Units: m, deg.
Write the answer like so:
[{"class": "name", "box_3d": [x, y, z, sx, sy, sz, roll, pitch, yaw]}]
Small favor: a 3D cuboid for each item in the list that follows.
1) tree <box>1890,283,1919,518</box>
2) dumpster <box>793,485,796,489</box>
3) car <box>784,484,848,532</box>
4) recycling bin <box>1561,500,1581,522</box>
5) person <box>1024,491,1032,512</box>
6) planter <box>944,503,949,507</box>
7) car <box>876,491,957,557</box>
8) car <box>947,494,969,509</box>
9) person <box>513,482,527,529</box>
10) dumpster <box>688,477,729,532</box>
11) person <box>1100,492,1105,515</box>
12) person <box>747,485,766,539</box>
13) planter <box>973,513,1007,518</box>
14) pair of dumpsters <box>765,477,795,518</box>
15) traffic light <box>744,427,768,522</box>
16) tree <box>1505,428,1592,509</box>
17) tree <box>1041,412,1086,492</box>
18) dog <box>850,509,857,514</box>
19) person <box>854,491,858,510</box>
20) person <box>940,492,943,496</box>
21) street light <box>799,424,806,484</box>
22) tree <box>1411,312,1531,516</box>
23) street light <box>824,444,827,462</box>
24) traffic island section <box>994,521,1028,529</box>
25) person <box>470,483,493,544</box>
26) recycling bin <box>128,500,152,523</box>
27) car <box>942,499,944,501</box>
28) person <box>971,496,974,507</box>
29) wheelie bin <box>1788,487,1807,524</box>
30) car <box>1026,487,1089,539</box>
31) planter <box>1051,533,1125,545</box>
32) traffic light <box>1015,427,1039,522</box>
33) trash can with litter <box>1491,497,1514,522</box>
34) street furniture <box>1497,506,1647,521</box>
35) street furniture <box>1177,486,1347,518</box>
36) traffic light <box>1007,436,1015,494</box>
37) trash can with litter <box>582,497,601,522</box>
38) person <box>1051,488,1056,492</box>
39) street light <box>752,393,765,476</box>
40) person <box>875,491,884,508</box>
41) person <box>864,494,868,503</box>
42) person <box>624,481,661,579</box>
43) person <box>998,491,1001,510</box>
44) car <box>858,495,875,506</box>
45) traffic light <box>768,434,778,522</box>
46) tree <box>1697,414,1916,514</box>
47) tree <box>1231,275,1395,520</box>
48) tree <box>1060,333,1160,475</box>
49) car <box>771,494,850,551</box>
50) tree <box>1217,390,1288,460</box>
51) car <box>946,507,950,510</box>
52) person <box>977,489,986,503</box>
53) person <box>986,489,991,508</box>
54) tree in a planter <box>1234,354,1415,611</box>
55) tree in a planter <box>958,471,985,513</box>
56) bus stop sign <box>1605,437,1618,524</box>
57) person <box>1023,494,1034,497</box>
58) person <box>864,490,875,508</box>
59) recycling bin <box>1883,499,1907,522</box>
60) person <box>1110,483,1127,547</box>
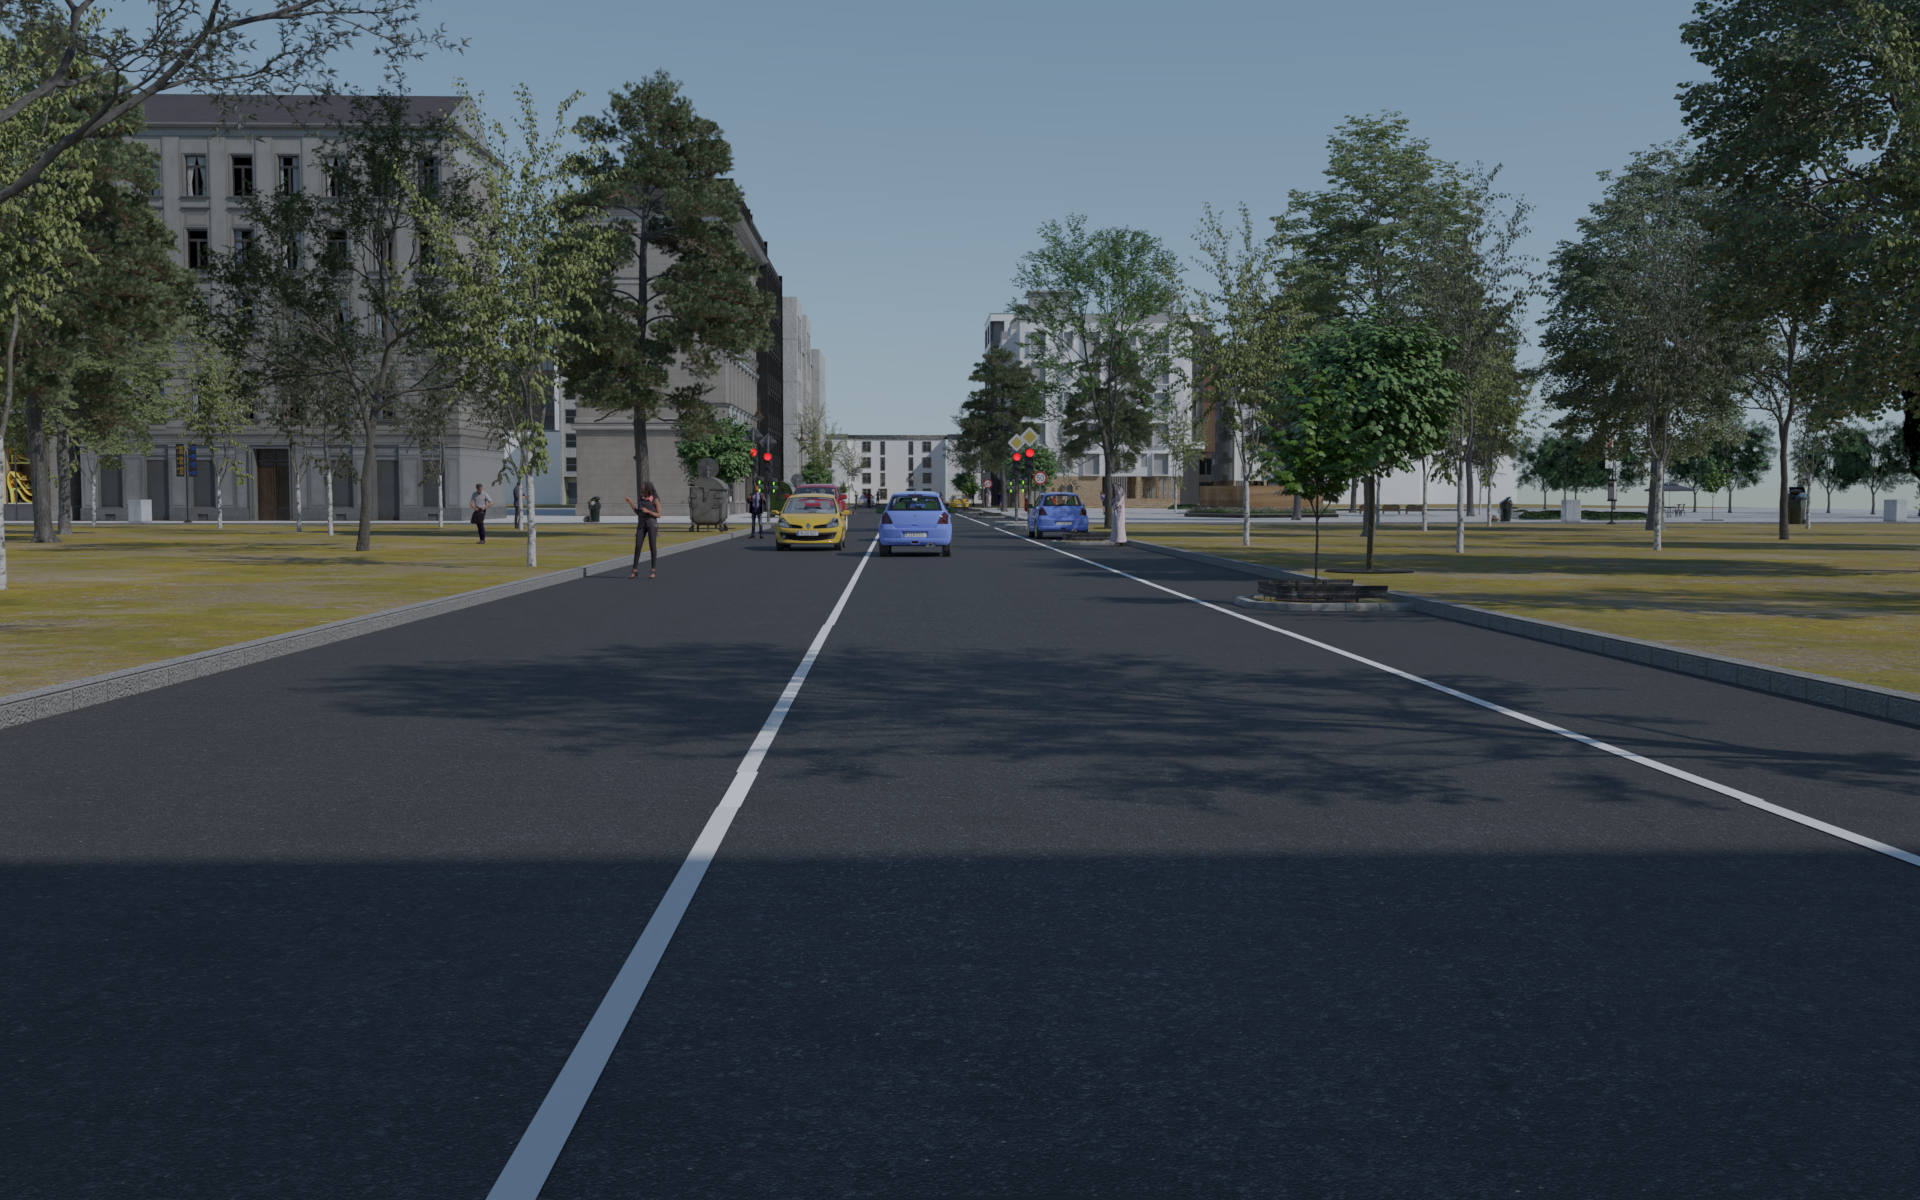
[{"class": "tree", "box_3d": [55.975, -11.719, 93.433, 13.155, 14.587, 18.604, 0, 3, 0]}, {"class": "dumpster", "box_3d": [-10.253, -6.343, 109.460, 1.264, 1.857, 1.865, 0, 4, -2]}, {"class": "car", "box_3d": [-5.236, -3.347, 63.398, 2.281, 1.827, 5.304, 0, 4, 0]}, {"class": "recycling bin", "box_3d": [28.290, -4.137, 80.197, 0.722, 1.027, 0.722, 0, 4, 3]}, {"class": "person", "box_3d": [4.738, -6.875, 120.914, 0.523, 1.526, 0.387, -1, 4, -12]}, {"class": "planter", "box_3d": [-1.754, -11.464, 208.569, 1.991, 0.319, 1.994, 0, 4, -2]}, {"class": "car", "box_3d": [-1.036, -1.919, 40.964, 1.945, 1.707, 3.694, 0, 4, -1]}, {"class": "car", "box_3d": [-0.136, -9.024, 157.760, 2.015, 1.641, 3.980, 0, 4, -3]}, {"class": "person", "box_3d": [-16.228, -3.522, 64.076, 0.568, 1.767, 0.683, -1, 4, -8]}, {"class": "dumpster", "box_3d": [-8.531, -3.239, 58.716, 1.264, 1.857, 1.865, 0, 4, -2]}, {"class": "person", "box_3d": [8.941, -6.022, 107.729, 0.421, 1.427, 0.697, -2, 4, -30]}, {"class": "person", "box_3d": [-6.545, -2.834, 55.657, 0.655, 1.722, 0.431, 1, 4, 9]}, {"class": "planter", "box_3d": [1.784, -5.100, 104.529, 1.991, 0.319, 1.994, 0, 4, -2]}, {"class": "pair of dumpsters", "box_3d": [-9.835, -5.661, 95.051, 1.574, 2.255, 4.436, 0, 4, -2]}, {"class": "traffic light", "box_3d": [-8.501, -5.024, 71.390, 0.839, 4.213, 0.868, 0, 4, -2]}, {"class": "tree", "box_3d": [50.917, -11.059, 143.714, 11.467, 7.101, 20.602, 0, 4, 1]}, {"class": "tree", "box_3d": [9.253, -12.347, 152.230, 4.360, 8.622, 3.978, 0, 3, 0]}, {"class": "dog", "box_3d": [-7.659, -6.366, 124.282, 0.748, 0.427, 0.550, 0, 4, -2]}, {"class": "person", "box_3d": [-9.262, -8.980, 156.125, 0.445, 1.727, 0.742, -3, 5, -41]}, {"class": "person", "box_3d": [-2.508, -12.605, 215.312, 1.217, 1.735, 0.721, 3, 5, 42]}, {"class": "street light", "box_3d": [-10.429, -8.655, 114.297, 0.468, 5.910, 1.993, 0, 4, -2]}, {"class": "tree", "box_3d": [29.191, -10.825, 99.049, 6.751, 12.117, 7.091, 0, 3, 0]}, {"class": "street light", "box_3d": [-11.581, -10.777, 148.995, 0.468, 5.910, 1.993, 0, 4, -2]}, {"class": "traffic island section", "box_3d": [2.622, -3.523, 79.885, 2.009, 0.180, 2.903, 0, 4, -2]}, {"class": "person", "box_3d": [-12.351, -2.231, 44.725, 0.614, 1.554, 0.590, 1, 4, 12]}, {"class": "recycling bin", "box_3d": [-36.927, -4.002, 77.992, 0.722, 1.027, 0.722, 1, 4, 11]}, {"class": "car", "box_3d": [-2.231, -7.497, 134.571, 2.014, 1.417, 4.499, 0, 4, -3]}, {"class": "person", "box_3d": [1.288, -10.479, 178.206, 0.721, 1.723, 1.217, 1, 4, 13]}, {"class": "wheelie bin", "box_3d": [35.537, -4.015, 73.555, 0.693, 1.594, 0.980, -3, 5, -43]}, {"class": "car", "box_3d": [3.150, -2.857, 56.298, 1.945, 1.707, 3.694, 0, 4, -4]}, {"class": "planter", "box_3d": [3.642, -1.752, 49.777, 1.991, 0.319, 1.994, 0, 4, -2]}, {"class": "traffic light", "box_3d": [2.853, -5.049, 71.790, 0.839, 4.213, 0.868, 0, 4, -2]}, {"class": "trash can with litter", "box_3d": [24.920, -4.184, 79.788, 1.055, 1.170, 0.624, 0, 4, 0]}, {"class": "street furniture", "box_3d": [30.757, -4.408, 87.691, 5.734, 0.657, 10.072, 0, 4, 2]}, {"class": "street furniture", "box_3d": [15.916, -5.415, 95.390, 9.812, 1.723, 11.010, -2, 4, -24]}, {"class": "traffic light", "box_3d": [2.582, -5.537, 79.771, 0.839, 4.213, 0.868, 0, 4, -2]}, {"class": "trash can with litter", "box_3d": [-16.791, -4.119, 78.729, 1.055, 1.170, 0.624, 3, 5, 42]}, {"class": "person", "box_3d": [4.876, -5.071, 90.660, 0.593, 1.614, 0.444, -2, 4, -30]}, {"class": "street light", "box_3d": [-9.234, -6.533, 79.598, 0.468, 5.910, 1.993, 0, 4, -2]}, {"class": "person", "box_3d": [-8.458, -10.329, 178.095, 1.217, 1.735, 0.721, 0, 4, -4]}, {"class": "person", "box_3d": [-10.566, -11.335, 197.067, 0.697, 1.427, 0.421, 0, 4, 2]}, {"class": "person", "box_3d": [-5.354, -1.180, 29.268, 0.593, 1.643, 0.415, -1, 4, -21]}, {"class": "person", "box_3d": [3.337, -8.137, 141.449, 0.546, 1.535, 0.453, 0, 4, 2]}, {"class": "car", "box_3d": [-10.931, -11.627, 202.470, 2.083, 1.381, 4.827, 0, 4, -1]}, {"class": "traffic light", "box_3d": [-8.772, -5.512, 79.371, 0.839, 4.213, 0.868, 0, 4, -2]}, {"class": "tree", "box_3d": [55.137, -9.377, 116.220, 11.467, 7.101, 20.602, -3, 5, -40]}, {"class": "tree", "box_3d": [16.626, -9.944, 84.638, 6.751, 12.117, 7.091, 0, 3, 0]}, {"class": "tree", "box_3d": [11.448, -13.930, 135.178, 7.806, 13.903, 7.818, 0, 3, 0]}, {"class": "car", "box_3d": [-3.862, -2.133, 45.102, 2.015, 1.641, 3.980, 0, 4, -2]}, {"class": "tree", "box_3d": [20.210, -10.635, 108.302, 8.767, 10.594, 7.601, 1, 4, 14]}, {"class": "car", "box_3d": [-1.309, -2.684, 53.673, 2.009, 1.686, 4.222, 0, 4, -2]}, {"class": "person", "box_3d": [2.299, -10.015, 169.884, 1.348, 1.812, 0.705, 3, 4, 37]}, {"class": "person", "box_3d": [2.627, -9.427, 160.847, 0.551, 1.740, 0.621, 1, 4, 8]}, {"class": "tree in a planter", "box_3d": [4.577, -1.524, 22.143, 1.991, 3.239, 1.994, 0, 4, -2]}, {"class": "tree in a planter", "box_3d": [0.863, -8.232, 131.810, 1.991, 3.239, 1.994, 0, 4, -2]}, {"class": "bus stop sign", "box_3d": [27.376, -5.152, 72.934, 0.855, 3.939, 0.416, -3, 5, -42]}, {"class": "person", "box_3d": [6.273, -9.296, 158.717, 1.217, 1.739, 0.721, 2, 4, 34]}, {"class": "person", "box_3d": [-9.138, -10.158, 174.527, 1.348, 1.831, 0.705, 2, 4, 25]}, {"class": "recycling bin", "box_3d": [43.658, -4.177, 80.840, 0.722, 1.027, 0.722, -1, 4, -21]}, {"class": "person", "box_3d": [4.284, -2.325, 47.184, 0.621, 1.740, 0.551, -2, 4, -30]}]
